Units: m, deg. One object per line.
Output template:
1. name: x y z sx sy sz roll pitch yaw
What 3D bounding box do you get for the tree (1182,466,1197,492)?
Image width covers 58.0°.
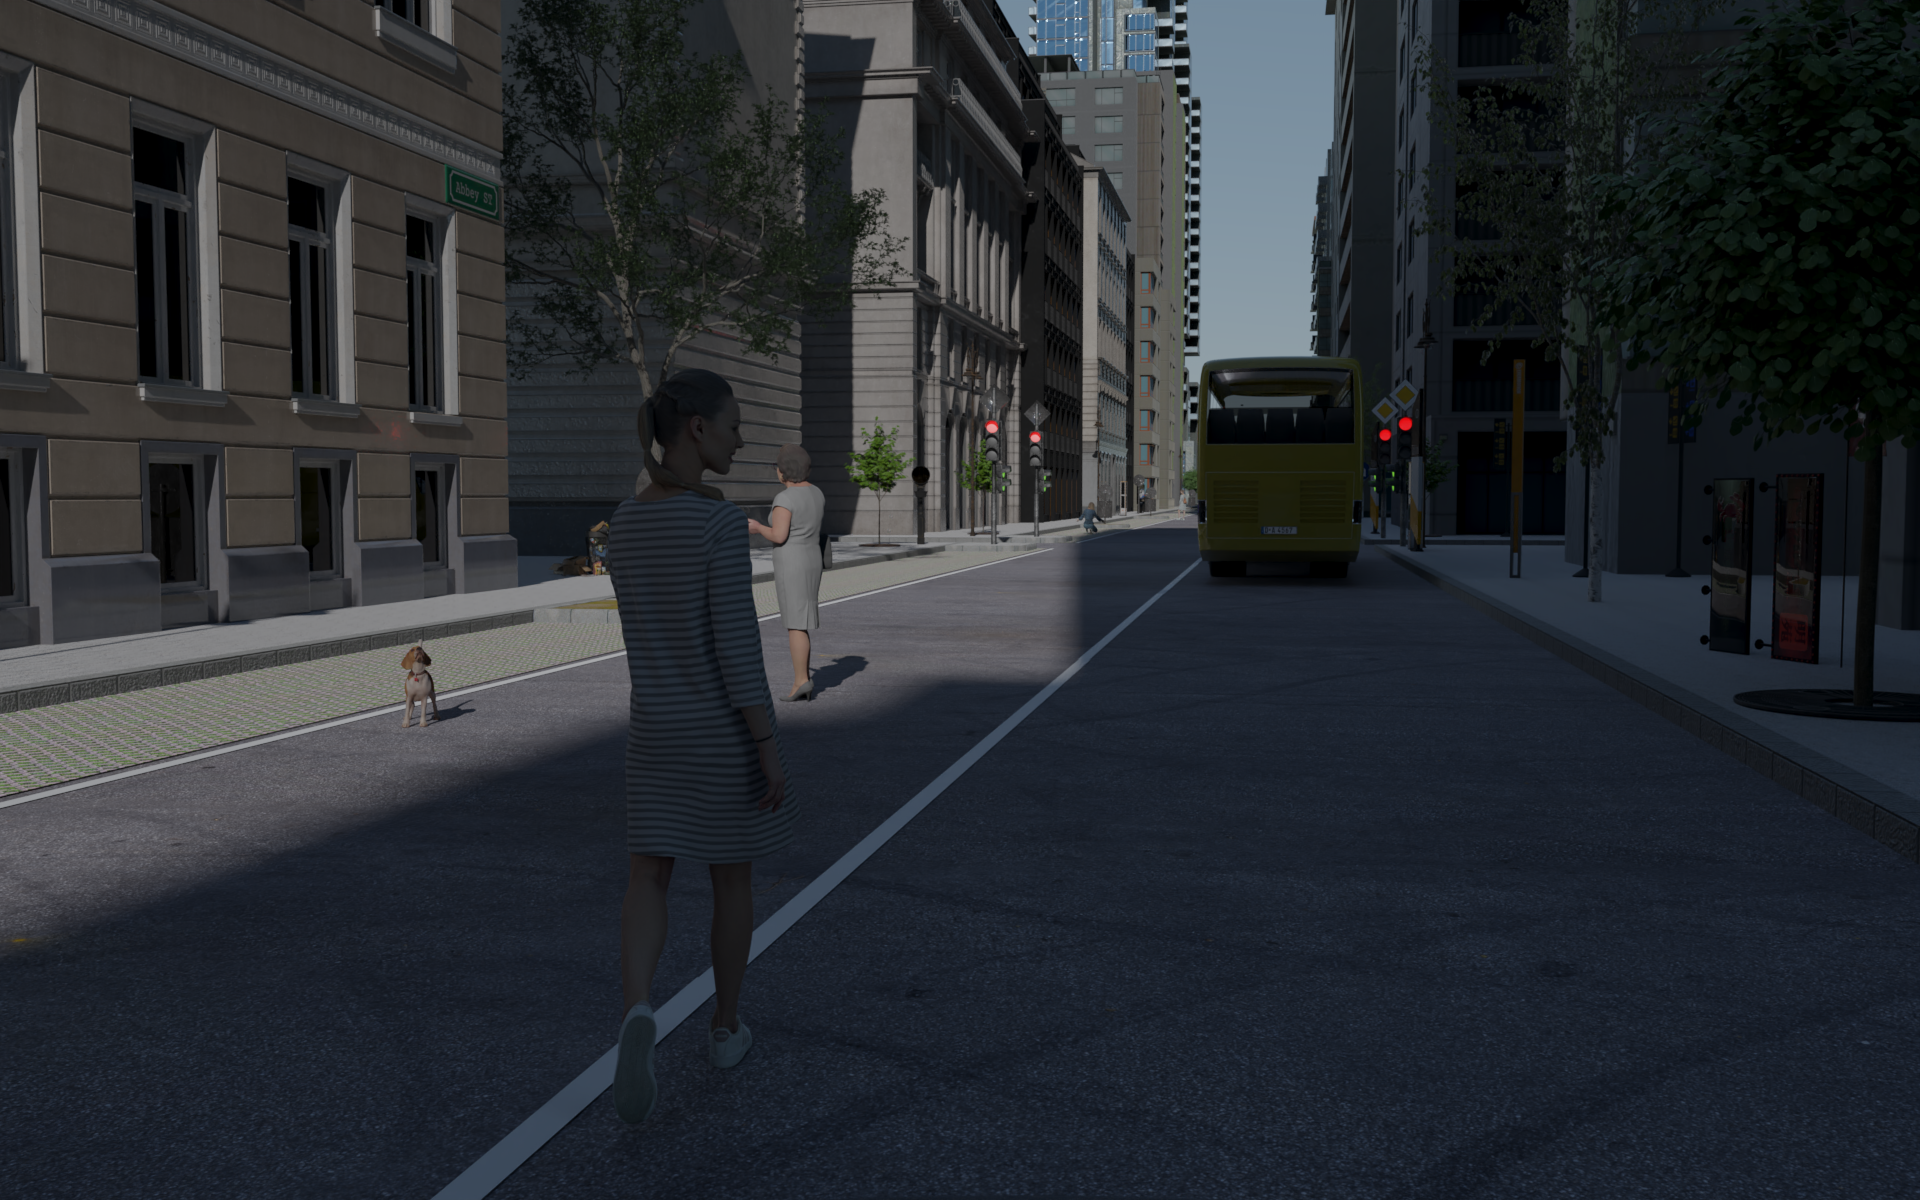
1. tree: 27.140 -13.337 201.767 4.285 4.588 4.351 0 3 0

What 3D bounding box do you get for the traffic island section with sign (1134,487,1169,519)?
1. traffic island section with sign: 11.127 -5.619 100.500 1.989 1.847 2.006 1 4 10

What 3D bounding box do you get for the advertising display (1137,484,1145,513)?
1. advertising display: 12.018 -6.728 115.218 0.123 1.923 0.974 2 4 32

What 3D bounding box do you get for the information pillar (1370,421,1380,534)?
1. information pillar: 13.382 -3.944 55.847 0.183 3.616 0.504 -1 4 -10

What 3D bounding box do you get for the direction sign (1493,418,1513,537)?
1. direction sign: 16.384 -3.658 51.802 0.876 3.537 0.379 0 4 0

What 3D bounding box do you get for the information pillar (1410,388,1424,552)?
1. information pillar: 10.187 -2.890 38.612 0.183 3.616 0.504 0 4 -5

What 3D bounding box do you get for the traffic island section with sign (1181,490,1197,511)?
1. traffic island section with sign: 20.082 -8.614 149.458 1.989 1.847 2.006 1 4 10

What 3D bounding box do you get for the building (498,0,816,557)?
1. building: -13.962 -12.965 40.852 19.941 23.489 11.050 1 4 10

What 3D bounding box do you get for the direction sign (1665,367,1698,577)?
1. direction sign: 11.131 -2.125 26.735 0.379 3.537 0.876 0 4 -3

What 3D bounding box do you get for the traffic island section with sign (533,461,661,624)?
1. traffic island section with sign: -3.590 -0.692 19.947 1.989 1.847 2.006 1 4 10

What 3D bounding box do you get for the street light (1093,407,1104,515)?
1. street light: 7.233 -7.191 90.363 0.468 5.910 1.993 1 4 10

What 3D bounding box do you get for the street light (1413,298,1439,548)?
1. street light: 11.026 -4.178 41.102 0.468 5.910 1.993 1 4 10

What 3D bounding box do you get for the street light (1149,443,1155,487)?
1. street light: 14.191 -9.518 128.401 0.468 5.910 1.993 1 4 10

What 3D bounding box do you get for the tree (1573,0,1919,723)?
1. tree: 5.451 -1.620 10.202 4.285 4.588 4.351 0 3 0

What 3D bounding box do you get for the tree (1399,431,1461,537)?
1. tree: 13.913 -3.514 52.059 1.663 3.219 1.824 0 3 0

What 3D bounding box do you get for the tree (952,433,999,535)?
1. tree: 0.827 -3.696 55.034 1.663 3.219 1.824 0 3 0

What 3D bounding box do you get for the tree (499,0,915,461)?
1. tree: -4.974 -5.767 28.703 8.767 10.594 7.601 -1 4 -12

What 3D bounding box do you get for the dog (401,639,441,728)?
1. dog: -3.368 0.519 10.805 0.540 0.507 0.406 3 4 37

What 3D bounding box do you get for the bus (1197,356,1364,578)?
1. bus: 6.010 -2.513 32.629 2.896 3.916 12.252 1 4 10

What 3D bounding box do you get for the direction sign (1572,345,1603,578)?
1. direction sign: 9.662 -2.120 26.656 0.379 3.537 0.876 3 5 43

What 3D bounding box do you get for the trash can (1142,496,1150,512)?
1. trash can: 13.166 -6.782 122.543 0.748 1.137 0.748 0 3 0

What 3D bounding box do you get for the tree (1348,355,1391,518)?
1. tree: 21.108 -8.579 90.635 4.737 8.622 4.395 0 3 0

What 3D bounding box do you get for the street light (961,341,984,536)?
1. street light: 0.383 -4.879 52.562 0.468 5.910 1.993 1 4 10

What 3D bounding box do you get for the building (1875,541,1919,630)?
1. building: 17.199 -34.541 2.993 20.563 71.187 20.611 1 4 10

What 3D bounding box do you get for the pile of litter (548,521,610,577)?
1. pile of litter: -6.023 -0.839 27.679 1.176 0.858 1.719 1 4 10

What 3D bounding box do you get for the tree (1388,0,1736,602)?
1. tree: 7.326 -4.284 20.405 4.360 8.622 3.978 0 3 0

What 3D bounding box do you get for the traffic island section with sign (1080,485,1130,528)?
1. traffic island section with sign: 6.182 -3.962 73.407 1.989 1.847 2.006 1 4 10

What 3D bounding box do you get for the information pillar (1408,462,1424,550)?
1. information pillar: 10.464 -2.157 39.754 0.304 2.012 0.304 0 4 5

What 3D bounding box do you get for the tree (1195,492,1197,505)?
1. tree: 28.284 -13.073 208.350 1.663 3.219 1.824 0 3 0

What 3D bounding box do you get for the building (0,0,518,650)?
1. building: -13.925 -13.978 14.442 13.634 28.700 20.117 1 4 10

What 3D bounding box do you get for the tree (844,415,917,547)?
1. tree: -2.023 -2.929 42.497 1.663 3.219 1.824 0 3 0

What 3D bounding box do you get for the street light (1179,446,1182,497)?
1. street light: 21.150 -11.830 166.205 0.468 5.910 1.993 1 4 10

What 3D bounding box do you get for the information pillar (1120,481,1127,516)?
1. information pillar: 9.555 -5.908 101.079 0.304 2.012 0.304 2 4 24
